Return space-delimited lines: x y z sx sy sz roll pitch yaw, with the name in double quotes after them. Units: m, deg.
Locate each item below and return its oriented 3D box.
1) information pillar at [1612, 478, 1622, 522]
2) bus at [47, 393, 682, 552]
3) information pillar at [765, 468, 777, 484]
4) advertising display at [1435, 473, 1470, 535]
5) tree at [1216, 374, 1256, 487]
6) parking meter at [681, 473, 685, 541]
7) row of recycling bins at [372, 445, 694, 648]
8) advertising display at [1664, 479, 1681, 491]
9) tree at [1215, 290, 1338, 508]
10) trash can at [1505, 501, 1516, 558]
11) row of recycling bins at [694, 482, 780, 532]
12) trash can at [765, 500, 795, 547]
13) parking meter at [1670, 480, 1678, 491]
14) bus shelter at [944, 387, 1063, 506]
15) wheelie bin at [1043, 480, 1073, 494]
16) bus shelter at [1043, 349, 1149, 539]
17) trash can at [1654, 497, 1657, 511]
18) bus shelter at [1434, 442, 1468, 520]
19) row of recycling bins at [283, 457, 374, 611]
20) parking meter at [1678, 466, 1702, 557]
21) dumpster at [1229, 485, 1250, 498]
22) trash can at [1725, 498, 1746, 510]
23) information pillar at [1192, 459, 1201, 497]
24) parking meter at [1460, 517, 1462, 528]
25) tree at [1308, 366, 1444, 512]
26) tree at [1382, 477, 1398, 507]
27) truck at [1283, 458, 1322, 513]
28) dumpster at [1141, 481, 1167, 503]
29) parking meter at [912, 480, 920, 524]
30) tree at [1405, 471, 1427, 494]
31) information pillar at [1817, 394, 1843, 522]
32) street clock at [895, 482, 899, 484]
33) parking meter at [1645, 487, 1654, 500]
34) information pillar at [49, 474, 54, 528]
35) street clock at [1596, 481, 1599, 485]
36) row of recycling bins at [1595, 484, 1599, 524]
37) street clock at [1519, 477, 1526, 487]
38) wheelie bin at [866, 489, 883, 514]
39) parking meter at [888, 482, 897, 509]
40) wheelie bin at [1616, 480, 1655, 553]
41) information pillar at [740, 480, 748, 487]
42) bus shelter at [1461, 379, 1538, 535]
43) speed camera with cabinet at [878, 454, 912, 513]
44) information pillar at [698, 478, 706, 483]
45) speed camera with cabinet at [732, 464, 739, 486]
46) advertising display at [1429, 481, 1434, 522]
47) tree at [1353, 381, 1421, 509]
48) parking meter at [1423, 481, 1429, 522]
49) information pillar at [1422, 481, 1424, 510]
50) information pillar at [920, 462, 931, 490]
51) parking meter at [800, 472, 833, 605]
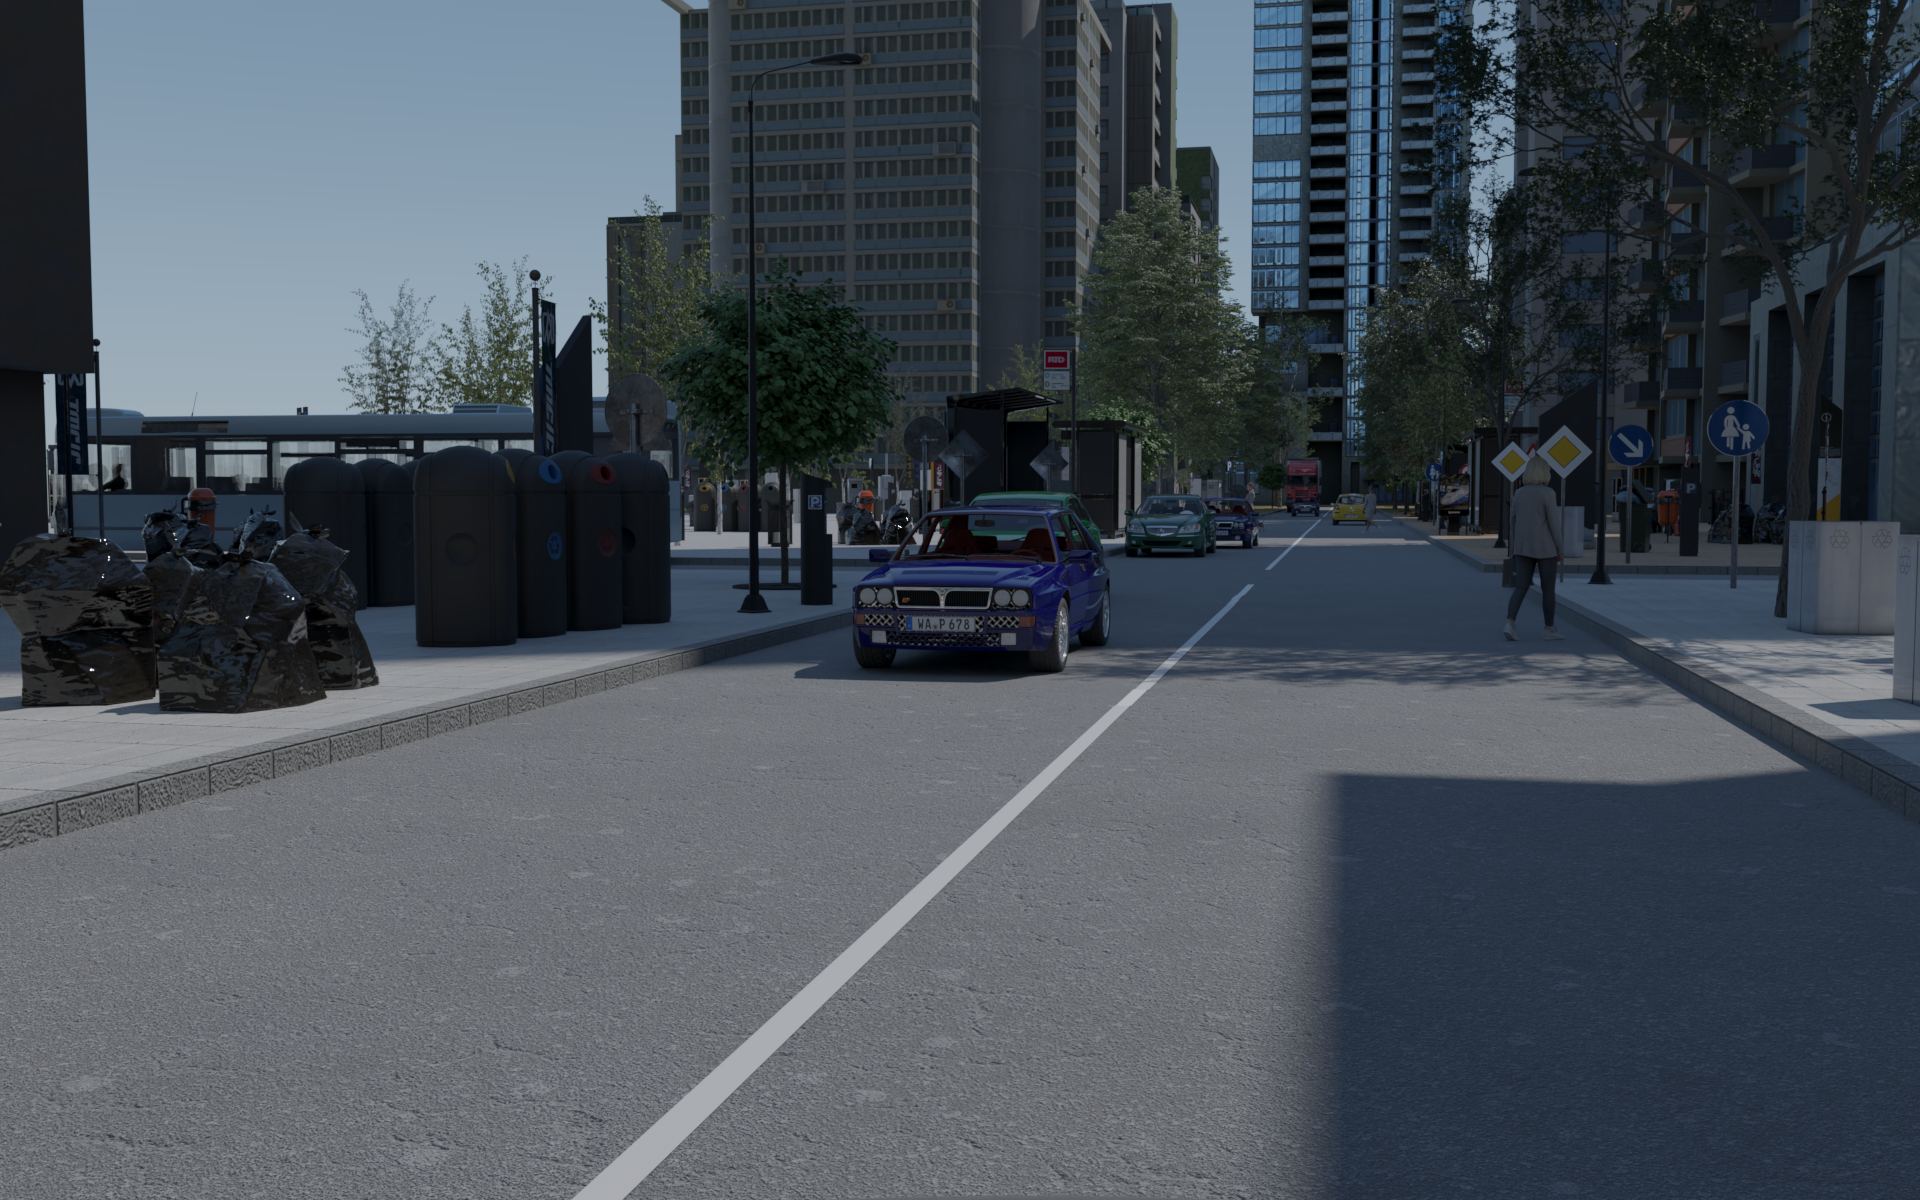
29.698 -4.513 78.272 0.304 2.012 0.304 0 4 -8 "information pillar"
-12.308 -2.434 34.657 13.247 3.499 2.948 1 4 11 "bus"
-7.322 -4.644 67.285 0.504 3.616 0.183 0 4 7 "information pillar"
15.352 -2.975 53.851 0.974 1.923 0.123 0 4 -3 "advertising display"
19.504 -11.302 119.202 7.601 10.594 8.767 -2 4 -33 "tree"
-7.729 -2.573 47.776 0.255 1.863 0.399 -1 4 -10 "parking meter"
-3.818 -0.547 16.060 1.069 1.692 3.534 1 4 19 "row of recycling bins"
29.745 -4.089 72.070 0.974 1.923 0.123 -1 4 -11 "advertising display"
29.338 -18.814 163.491 12.611 20.169 13.585 0 3 0 "tree"
10.904 -1.334 33.457 0.748 1.137 0.748 0 3 0 "trash can"
-7.548 -3.180 59.112 3.534 1.692 1.069 2 4 25 "row of recycling bins"
-4.368 -1.859 42.044 0.748 1.137 0.748 0 3 0 "trash can"
28.692 -3.902 69.512 0.399 1.863 0.255 -2 4 -30 "parking meter"
1.118 -3.060 41.313 1.731 3.624 6.357 1 4 13 "bus shelter"
2.176 -1.918 39.271 0.980 1.594 0.693 0 4 -7 "wheelie bin"
3.946 -4.459 50.535 2.179 5.291 8.768 1 4 13 "bus shelter"
30.591 -3.933 75.962 0.748 1.137 0.748 0 3 0 "trash can"
23.320 -5.527 81.643 1.731 3.624 6.357 1 4 13 "bus shelter"
-6.623 -0.815 20.436 1.069 1.692 3.534 1 4 15 "row of recycling bins"
15.036 -1.830 35.629 0.399 1.863 0.255 1 4 22 "parking meter"
17.343 -6.241 107.806 1.264 1.857 1.865 1 4 13 "dumpster"
26.954 -2.970 60.215 0.748 1.137 0.748 0 3 0 "trash can"
12.842 -6.270 93.863 0.504 3.616 0.183 0 4 -3 "information pillar"
18.562 -3.607 64.680 0.399 1.863 0.255 2 4 32 "parking meter"
32.813 -12.340 127.506 9.928 11.665 9.643 0 3 0 "tree"
42.252 -10.770 170.696 1.663 3.219 1.824 0 3 0 "tree"
26.879 -8.954 135.315 2.839 4.237 11.283 1 4 13 "truck"
7.986 -4.109 72.945 1.264 1.857 1.865 1 4 13 "dumpster"
-1.776 -4.049 71.905 0.399 1.863 0.255 2 4 25 "parking meter"
30.527 -7.369 115.088 1.663 3.219 1.824 0 3 0 "tree"
20.178 -2.989 40.220 0.504 3.616 0.183 2 4 28 "information pillar"
-3.866 -6.238 106.563 0.358 2.002 0.471 0 4 -2 "street clock"
26.321 -3.534 66.186 0.372 1.533 0.369 0 3 0 "parking meter"
-33.821 -3.687 64.778 0.304 2.012 0.304 3 4 37 "information pillar"
34.294 -5.454 93.749 0.471 2.002 0.358 3 4 36 "street clock"
25.952 -4.112 74.342 3.534 1.692 1.069 0 4 -6 "row of recycling bins"
23.568 -4.140 72.262 0.358 2.002 0.471 -3 4 -38 "street clock"
-5.158 -6.181 108.966 0.980 1.594 0.693 -2 4 -24 "wheelie bin"
-3.258 -4.756 83.471 0.399 1.863 0.255 -2 4 -27 "parking meter"
14.797 -1.841 38.002 0.693 1.594 0.980 2 4 35 "wheelie bin"
-11.262 -5.250 90.328 0.304 2.012 0.304 1 4 20 "information pillar"
18.061 -4.926 58.168 2.179 5.291 8.768 1 4 13 "bus shelter"
-2.967 -5.550 85.083 2.038 3.252 0.660 -1 4 -14 "speed camera with cabinet"
-11.805 -4.589 79.523 0.304 2.012 0.304 1 4 14 "information pillar"
-14.671 -6.872 106.686 2.038 3.252 0.660 0 4 2 "speed camera with cabinet"
21.817 -4.490 78.619 0.974 1.923 0.123 0 4 2 "advertising display"
36.861 -13.874 144.964 7.486 12.596 7.792 0 3 0 "tree"
21.412 -4.517 79.570 0.255 1.863 0.399 1 4 19 "parking meter"
26.208 -5.714 97.920 0.304 2.012 0.304 0 4 5 "information pillar"
-1.175 -4.175 59.624 0.183 3.616 0.504 -3 5 -40 "information pillar"
-1.663 -0.714 20.080 0.372 1.533 0.369 0 3 0 "parking meter"
